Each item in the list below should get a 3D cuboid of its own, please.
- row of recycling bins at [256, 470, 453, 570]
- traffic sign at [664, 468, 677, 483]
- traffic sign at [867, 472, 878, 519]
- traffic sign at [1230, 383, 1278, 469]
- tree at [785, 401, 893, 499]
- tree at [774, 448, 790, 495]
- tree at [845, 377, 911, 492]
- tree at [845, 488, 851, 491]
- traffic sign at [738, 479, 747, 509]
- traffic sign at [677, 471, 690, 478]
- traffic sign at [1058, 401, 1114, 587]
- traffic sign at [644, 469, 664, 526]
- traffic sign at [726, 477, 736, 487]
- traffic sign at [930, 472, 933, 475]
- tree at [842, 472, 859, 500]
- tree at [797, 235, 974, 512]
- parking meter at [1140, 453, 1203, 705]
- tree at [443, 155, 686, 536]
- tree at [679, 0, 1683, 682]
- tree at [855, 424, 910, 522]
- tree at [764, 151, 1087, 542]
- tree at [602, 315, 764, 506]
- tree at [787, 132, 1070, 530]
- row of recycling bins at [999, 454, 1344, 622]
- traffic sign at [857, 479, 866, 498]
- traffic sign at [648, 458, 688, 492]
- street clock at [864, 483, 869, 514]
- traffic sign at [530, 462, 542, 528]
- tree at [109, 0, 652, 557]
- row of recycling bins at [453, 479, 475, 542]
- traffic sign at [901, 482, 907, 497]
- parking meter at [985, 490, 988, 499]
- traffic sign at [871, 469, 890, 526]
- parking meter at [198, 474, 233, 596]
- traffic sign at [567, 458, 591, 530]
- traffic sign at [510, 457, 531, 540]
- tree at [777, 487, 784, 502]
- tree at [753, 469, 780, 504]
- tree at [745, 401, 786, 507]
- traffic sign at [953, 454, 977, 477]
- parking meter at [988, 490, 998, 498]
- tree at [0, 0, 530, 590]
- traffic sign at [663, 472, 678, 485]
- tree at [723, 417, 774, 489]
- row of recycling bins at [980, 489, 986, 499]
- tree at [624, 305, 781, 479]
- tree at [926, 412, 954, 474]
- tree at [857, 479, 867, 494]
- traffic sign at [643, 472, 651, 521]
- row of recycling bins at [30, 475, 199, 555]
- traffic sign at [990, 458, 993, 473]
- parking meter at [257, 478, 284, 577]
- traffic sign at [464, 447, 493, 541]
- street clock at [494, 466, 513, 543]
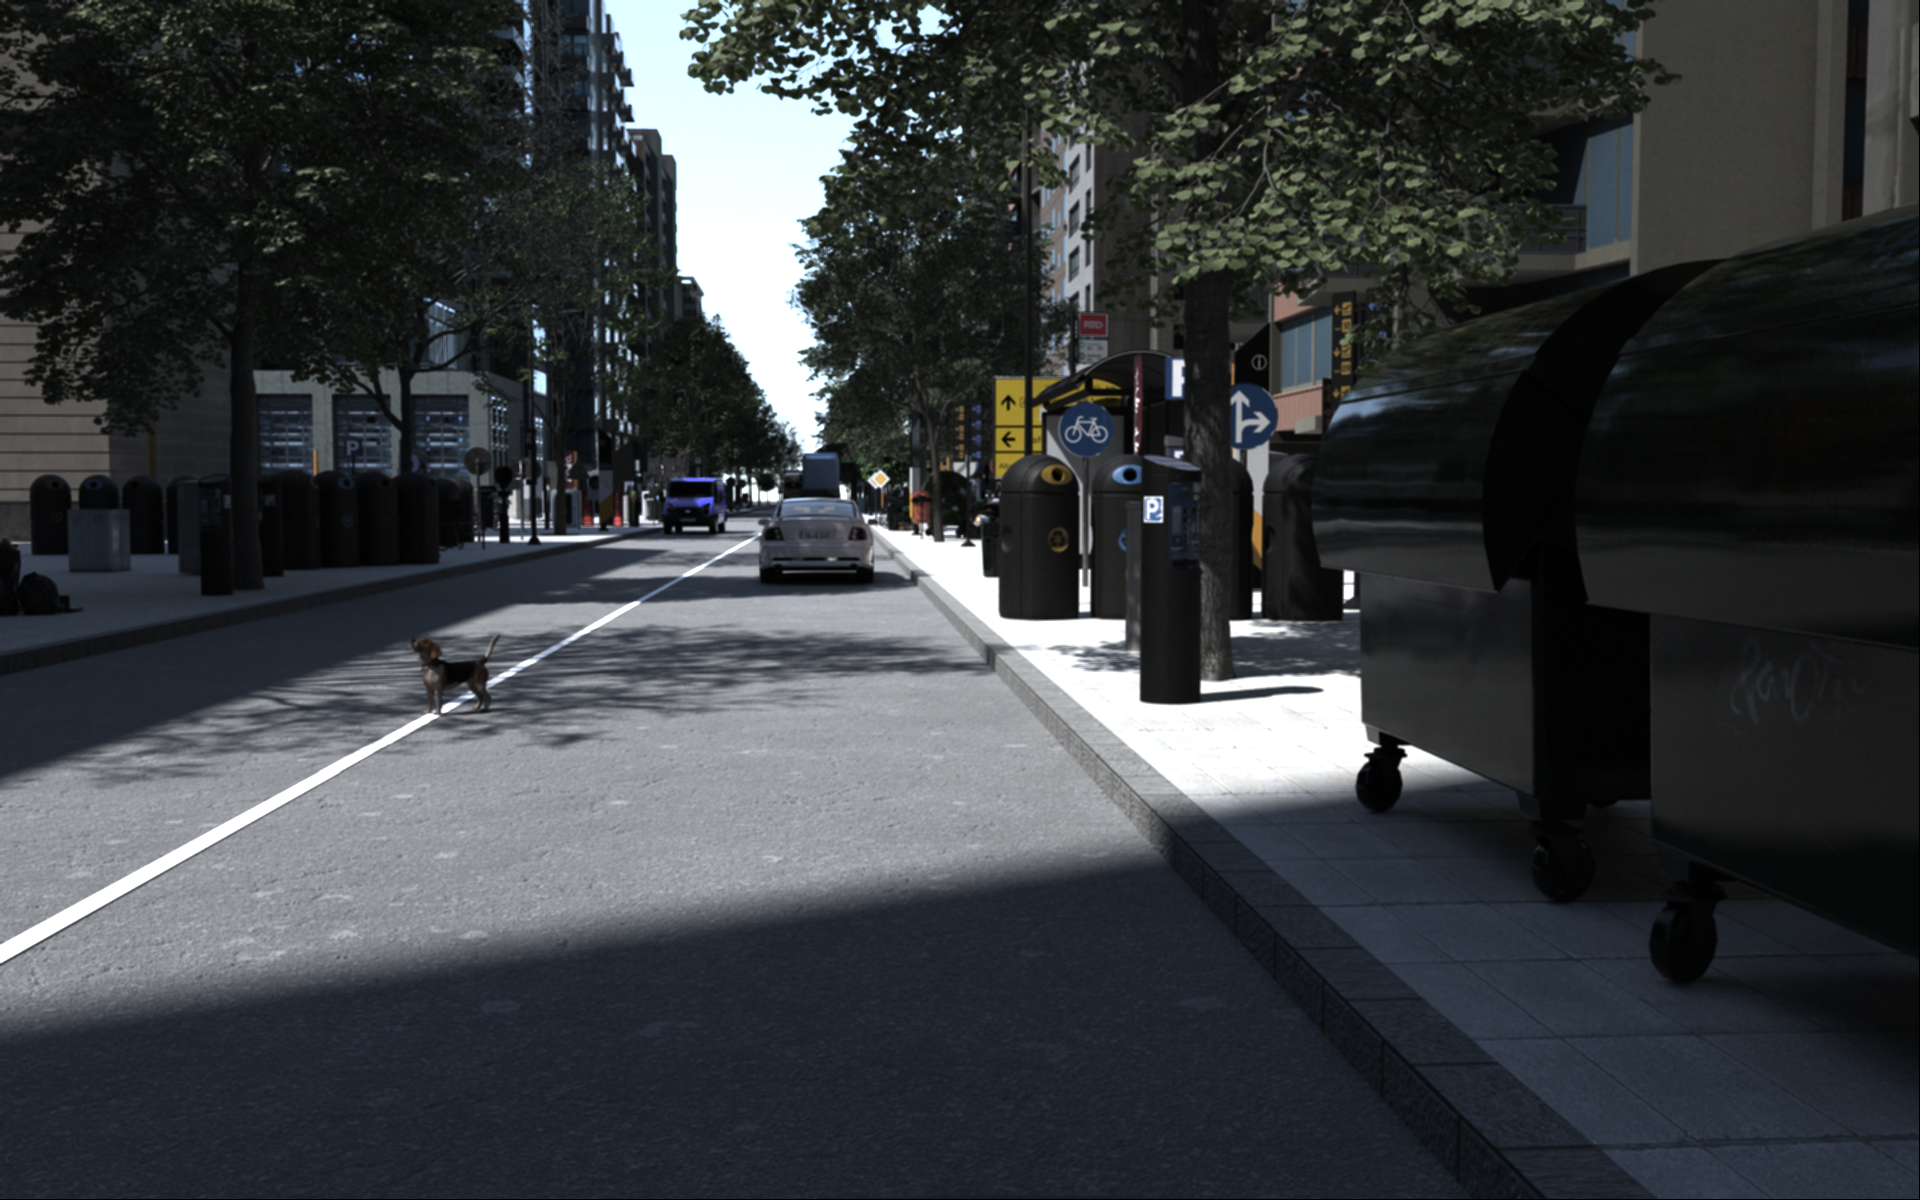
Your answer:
[{"bbox_3d":[-10.768,-1.445,30.745,1.069,1.692,3.534,2,4,29],"label":"row of recycling bins"},{"bbox_3d":[-14.387,-5.298,86.625,0.884,2.594,0.081,0,4,-4],"label":"traffic sign"},{"bbox_3d":[-3.778,-4.530,77.715,0.795,2.450,0.064,0,4,-4],"label":"traffic sign"},{"bbox_3d":[3.262,-1.214,19.955,0.768,2.556,0.104,0,4,1],"label":"traffic sign"},{"bbox_3d":[-9.026,-14.239,158.558,9.928,11.665,9.643,0,3,0],"label":"tree"},{"bbox_3d":[-25.483,-17.843,242.092,4.360,8.622,3.978,0,3,0],"label":"tree"},{"bbox_3d":[-3.645,-8.589,90.792,4.737,8.622,4.395,0,3,0],"label":"tree"},{"bbox_3d":[-15.393,-18.562,253.855,4.360,8.622,3.978,0,3,0],"label":"tree"},{"bbox_3d":[-18.561,-9.021,147.604,0.768,2.556,0.104,0,4,-3],"label":"traffic sign"},{"bbox_3d":[-13.717,-5.178,85.837,0.795,2.450,0.064,0,4,-4],"label":"traffic sign"},{"bbox_3d":[1.737,-1.456,23.910,0.768,2.556,0.104,0,4,0],"label":"traffic sign"},{"bbox_3d":[-12.219,-4.005,69.116,0.795,2.450,0.064,0,4,-4],"label":"traffic sign"},{"bbox_3d":[-17.142,-7.925,129.672,0.768,2.556,0.104,0,4,2],"label":"traffic sign"},{"bbox_3d":[-1.137,-5.394,88.300,0.768,2.556,0.104,0,4,0],"label":"traffic sign"},{"bbox_3d":[-14.897,-19.689,238.919,9.611,12.733,9.660,0,3,0],"label":"tree"},{"bbox_3d":[-4.966,-16.432,124.558,12.611,20.169,13.585,0,3,0],"label":"tree"},{"bbox_3d":[1.302,-0.139,10.691,0.372,1.533,0.369,0,3,0],"label":"parking meter"},{"bbox_3d":[-12.238,-7.789,53.107,9.928,11.665,9.643,0,3,0],"label":"tree"},{"bbox_3d":[1.532,-5.748,12.112,7.486,12.596,7.792,0,3,0],"label":"tree"},{"bbox_3d":[-3.299,-5.924,80.564,4.285,4.588,4.351,0,3,0],"label":"tree"},{"bbox_3d":[-0.554,-6.856,46.502,8.767,10.594,7.601,0,4,-3],"label":"tree"},{"bbox_3d":[-14.719,-9.586,91.147,8.767,10.594,7.601,0,4,-3],"label":"tree"},{"bbox_3d":[-1.293,-9.461,61.346,9.857,13.997,8.962,0,3,0],"label":"tree"},{"bbox_3d":[2.156,-0.660,17.902,3.534,1.692,1.069,0,4,4],"label":"row of recycling bins"},{"bbox_3d":[-8.372,-8.994,147.157,0.768,2.556,0.104,0,4,-3],"label":"traffic sign"},{"bbox_3d":[-16.285,-6.285,96.628,2.265,3.308,0.079,0,4,1],"label":"traffic sign"},{"bbox_3d":[-5.906,-6.382,108.910,0.358,2.002,0.471,0,4,-1],"label":"street clock"},{"bbox_3d":[-15.974,-3.942,64.564,0.768,2.556,0.104,0,4,1],"label":"traffic sign"},{"bbox_3d":[-11.289,-7.605,34.707,12.009,13.543,11.850,0,3,0],"label":"tree"},{"bbox_3d":[-13.793,-2.325,45.128,1.069,1.692,3.534,1,4,16],"label":"row of recycling bins"},{"bbox_3d":[-3.292,-5.834,97.508,0.606,2.300,0.079,0,4,2],"label":"traffic sign"},{"bbox_3d":[1.808,-6.226,110.211,0.372,1.533,0.369,0,3,0],"label":"parking meter"},{"bbox_3d":[-3.197,-4.043,69.751,0.795,2.450,0.064,0,4,-4],"label":"traffic sign"},{"bbox_3d":[-9.458,-0.831,22.005,0.372,1.533,0.369,0,3,0],"label":"parking meter"},{"bbox_3d":[-13.675,-3.800,62.140,0.884,2.594,0.081,0,4,3],"label":"traffic sign"},{"bbox_3d":[-12.208,-2.820,48.231,0.606,2.300,0.079,0,4,1],"label":"traffic sign"},{"bbox_3d":[-30.029,-18.034,289.463,1.663,3.219,1.824,0,3,0],"label":"tree"},{"bbox_3d":[-25.185,-14.753,224.929,4.285,4.588,4.351,0,3,0],"label":"tree"},{"bbox_3d":[-21.601,-15.370,177.048,9.928,11.665,9.643,0,3,0],"label":"tree"},{"bbox_3d":[0.148,-3.350,54.879,0.768,2.556,0.104,0,4,4],"label":"traffic sign"},{"bbox_3d":[2.102,-5.796,103.168,0.372,1.533,0.369,0,3,0],"label":"parking meter"},{"bbox_3d":[-9.224,-6.415,23.018,7.486,12.596,7.792,0,3,0],"label":"tree"},{"bbox_3d":[-12.800,-4.492,77.080,0.795,2.450,0.064,0,4,-4],"label":"traffic sign"},{"bbox_3d":[-17.965,-11.469,137.885,4.360,8.622,3.978,0,3,0],"label":"tree"},{"bbox_3d":[1.122,-7.457,129.030,1.069,1.692,3.534,2,4,30],"label":"row of recycling bins"},{"bbox_3d":[-15.877,-11.535,105.612,9.611,12.733,9.660,0,3,0],"label":"tree"},{"bbox_3d":[-1.392,-11.400,136.753,4.360,8.622,3.978,0,3,0],"label":"tree"},{"bbox_3d":[-12.550,-13.763,219.619,1.663,3.219,1.824,0,3,0],"label":"tree"},{"bbox_3d":[-14.514,-4.829,81.085,0.606,2.300,0.079,0,4,-3],"label":"traffic sign"},{"bbox_3d":[-18.027,-1.837,37.140,3.534,1.692,1.069,-1,4,-11],"label":"row of recycling bins"},{"bbox_3d":[1.328,-3.343,54.772,0.768,2.556,0.104,0,4,2],"label":"traffic sign"},{"bbox_3d":[-10.759,-1.137,26.996,0.372,1.533,0.369,0,3,0],"label":"parking meter"},{"bbox_3d":[-13.094,-2.874,47.099,0.768,2.556,0.104,0,4,0],"label":"traffic sign"},{"bbox_3d":[-11.941,-2.494,45.348,0.358,2.002,0.471,2,4,26],"label":"street clock"}]
